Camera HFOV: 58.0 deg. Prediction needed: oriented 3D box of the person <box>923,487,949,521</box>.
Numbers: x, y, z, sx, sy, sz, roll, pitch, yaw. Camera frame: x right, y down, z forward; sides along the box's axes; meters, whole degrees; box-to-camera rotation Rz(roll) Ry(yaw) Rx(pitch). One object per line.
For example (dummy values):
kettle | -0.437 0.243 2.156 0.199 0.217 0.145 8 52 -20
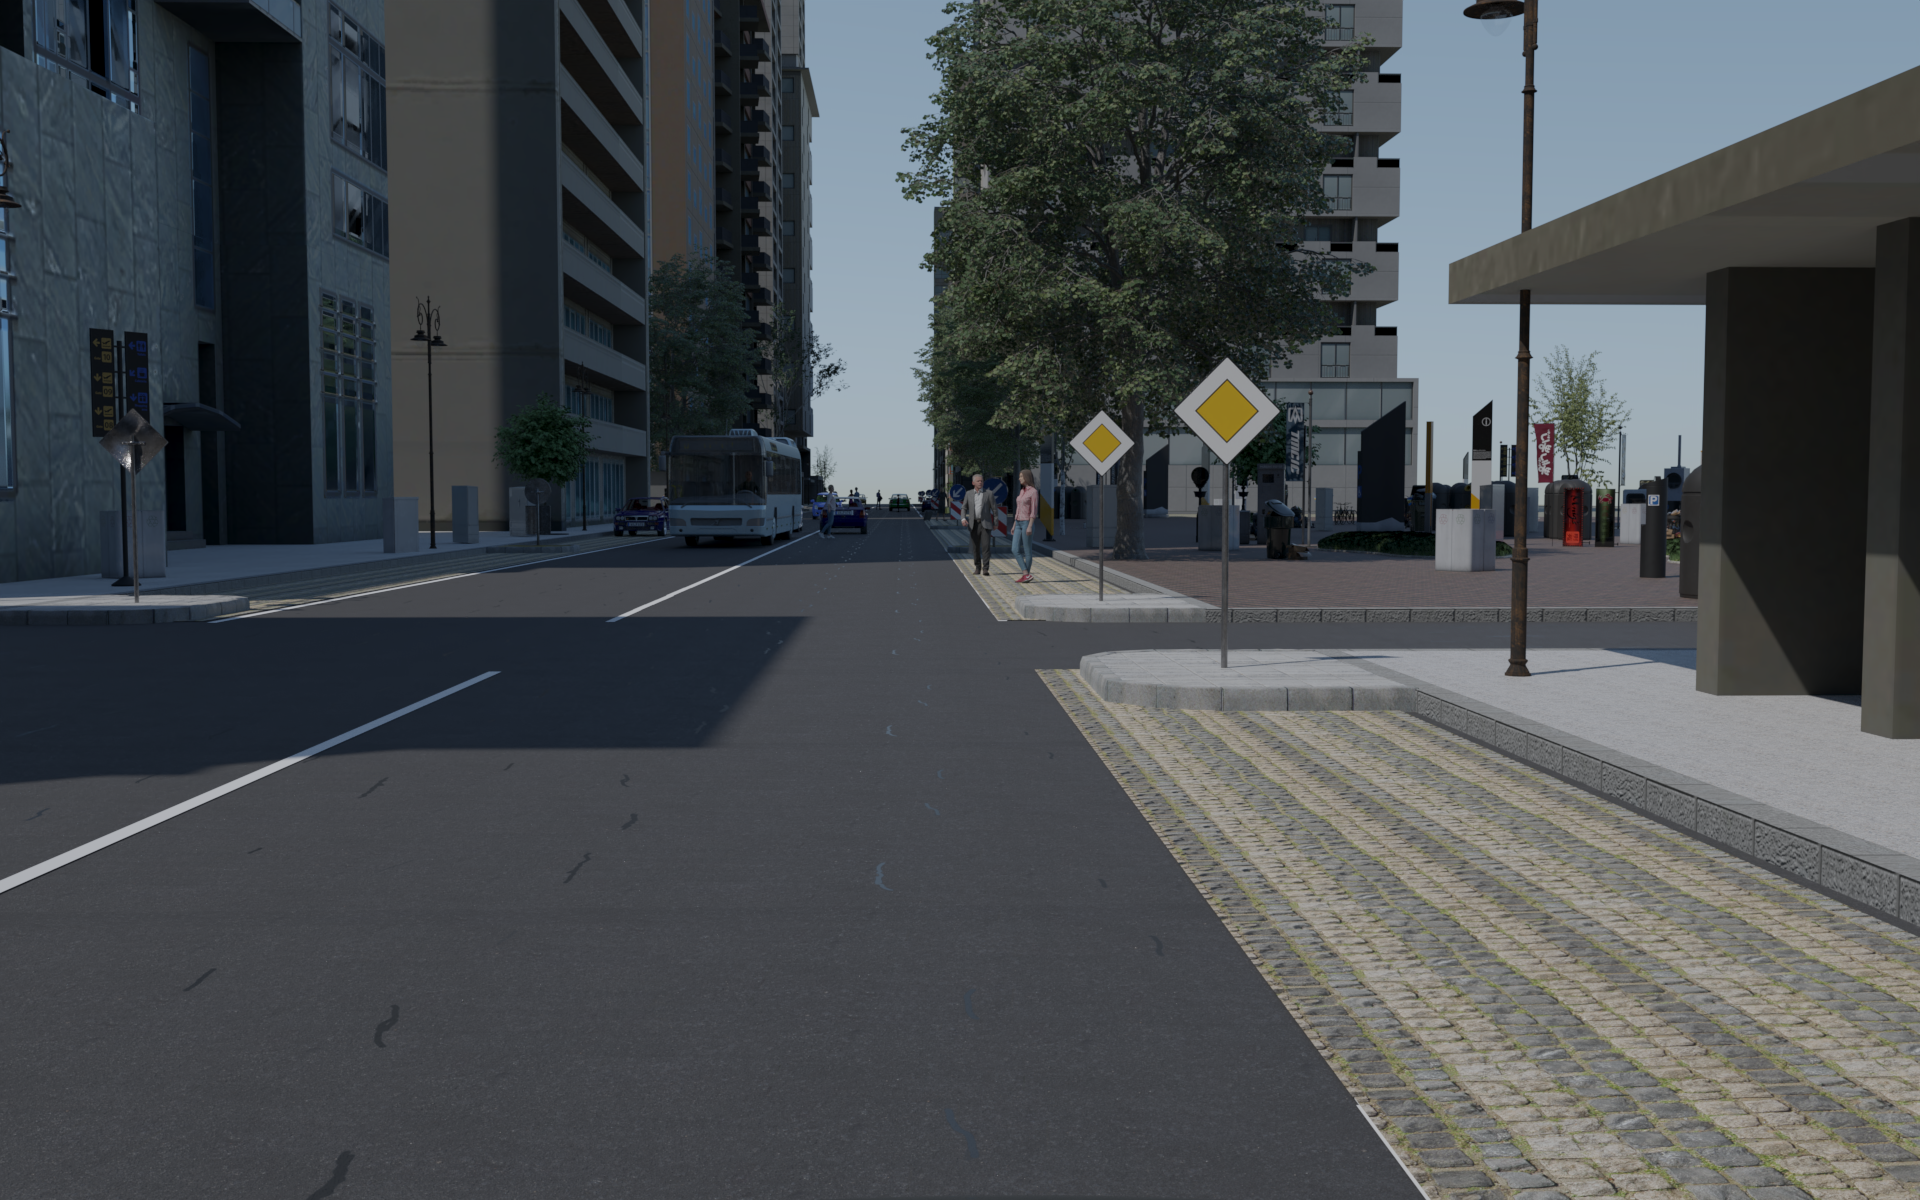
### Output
person | -1.220 -5.097 92.046 0.699 1.804 1.509 -3 5 -42

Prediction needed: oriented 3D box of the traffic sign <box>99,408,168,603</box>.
traffic sign | -9.700 -1.022 20.353 0.795 2.450 0.064 0 4 -2

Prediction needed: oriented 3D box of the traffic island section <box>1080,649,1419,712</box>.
traffic island section | 1.970 0.580 12.796 2.009 0.180 2.903 0 4 -2

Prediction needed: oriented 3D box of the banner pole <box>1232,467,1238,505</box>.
banner pole | 9.491 -4.225 59.102 0.401 3.779 0.863 -3 4 -37

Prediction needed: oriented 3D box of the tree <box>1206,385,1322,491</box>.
tree | 9.193 -4.218 52.676 4.285 4.588 4.351 0 3 0

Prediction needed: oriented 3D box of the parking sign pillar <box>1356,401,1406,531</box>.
parking sign pillar | 12.239 -3.784 50.342 1.447 3.967 1.447 0 4 -7

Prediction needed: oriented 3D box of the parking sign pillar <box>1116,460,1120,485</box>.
parking sign pillar | 7.910 -5.984 86.311 1.447 3.967 1.447 2 4 27

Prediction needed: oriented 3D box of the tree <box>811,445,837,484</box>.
tree | -20.207 -18.676 255.712 4.360 8.622 3.978 0 3 0

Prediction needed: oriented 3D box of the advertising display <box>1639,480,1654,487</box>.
advertising display | 31.075 -4.461 78.148 0.123 1.923 0.974 -2 4 -29

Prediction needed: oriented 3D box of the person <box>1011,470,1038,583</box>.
person | 1.018 -1.177 27.753 0.388 1.821 0.555 -3 5 -42

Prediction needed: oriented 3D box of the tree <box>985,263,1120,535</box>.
tree | 3.431 -6.341 54.038 4.360 8.622 3.978 0 3 0

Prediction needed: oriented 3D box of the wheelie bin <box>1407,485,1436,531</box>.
wheelie bin | 16.013 -3.185 59.982 0.980 1.594 0.693 0 4 -2

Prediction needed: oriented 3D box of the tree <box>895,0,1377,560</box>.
tree | 3.399 -7.787 33.976 9.857 13.997 8.962 0 3 0

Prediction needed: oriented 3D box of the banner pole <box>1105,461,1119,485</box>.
banner pole | 7.489 -5.730 83.704 0.401 3.779 0.863 -2 4 -29

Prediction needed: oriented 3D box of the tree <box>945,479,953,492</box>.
tree | -0.628 -11.410 181.158 1.663 3.219 1.824 0 3 0

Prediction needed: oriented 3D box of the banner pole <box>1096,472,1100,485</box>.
banner pole | 7.844 -6.449 95.452 0.863 3.779 0.401 -1 4 -22

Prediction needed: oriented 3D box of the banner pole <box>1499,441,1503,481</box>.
banner pole | 25.589 -5.619 81.894 0.401 3.779 0.863 2 4 28

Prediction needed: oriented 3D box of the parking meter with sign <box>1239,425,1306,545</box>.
parking meter with sign | 7.912 -2.925 44.092 1.738 3.016 0.543 1 4 12

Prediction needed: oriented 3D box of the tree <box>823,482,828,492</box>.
tree | -20.022 -15.706 251.399 1.663 3.219 1.824 0 3 0

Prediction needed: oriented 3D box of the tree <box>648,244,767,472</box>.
tree | -14.825 -11.177 89.403 9.857 13.997 8.962 0 3 0

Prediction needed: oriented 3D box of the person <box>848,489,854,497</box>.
person | -7.089 -6.281 111.877 0.721 1.739 1.217 3 5 40

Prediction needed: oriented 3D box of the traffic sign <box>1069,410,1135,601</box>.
traffic sign | 1.689 -1.043 20.699 0.795 2.450 0.064 0 4 -2

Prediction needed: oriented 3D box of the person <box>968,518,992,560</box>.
person | 0.417 -1.754 37.595 0.576 1.772 0.534 1 4 19

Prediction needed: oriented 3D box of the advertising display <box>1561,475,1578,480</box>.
advertising display | 20.264 -3.205 57.614 0.123 1.923 0.974 0 4 -7

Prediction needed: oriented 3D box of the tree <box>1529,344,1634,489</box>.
tree | 29.692 -8.189 84.245 4.737 8.622 4.395 0 3 0

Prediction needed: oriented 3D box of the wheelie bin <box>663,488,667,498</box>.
wheelie bin | -15.657 -5.255 93.826 0.980 1.594 0.693 0 4 -5

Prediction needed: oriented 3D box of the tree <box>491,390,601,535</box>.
tree | -13.000 -4.334 54.577 4.285 4.588 4.351 0 3 0

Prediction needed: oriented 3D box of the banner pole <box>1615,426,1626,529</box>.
banner pole | 24.404 -4.518 63.886 0.401 3.779 0.863 3 5 40

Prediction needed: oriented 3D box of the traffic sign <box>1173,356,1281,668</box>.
traffic sign | 1.947 -0.555 12.718 0.795 2.450 0.064 0 4 -2

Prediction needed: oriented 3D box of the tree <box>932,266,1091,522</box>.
tree | 2.661 -9.808 78.480 7.486 12.596 7.792 0 3 0

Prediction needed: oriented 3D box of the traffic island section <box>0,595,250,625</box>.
traffic island section | -9.723 0.114 20.414 2.009 0.180 2.903 0 4 -2

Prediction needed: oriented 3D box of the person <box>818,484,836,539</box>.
person | -4.265 -2.844 55.679 0.598 1.740 0.731 -1 4 -18

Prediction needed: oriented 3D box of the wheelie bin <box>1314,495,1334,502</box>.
wheelie bin | 18.960 -5.035 90.224 0.980 1.594 0.693 1 4 10

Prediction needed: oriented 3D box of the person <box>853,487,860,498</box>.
person | -5.675 -5.325 95.580 0.581 1.822 0.654 -3 5 -44

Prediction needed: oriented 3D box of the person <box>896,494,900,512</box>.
person | -4.901 -7.640 136.674 0.557 1.426 1.065 0 4 -7

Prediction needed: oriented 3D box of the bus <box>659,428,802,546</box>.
bus | -6.464 -3.436 51.041 2.948 3.499 13.247 0 4 -1

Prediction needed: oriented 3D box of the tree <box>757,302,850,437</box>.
tree | -16.846 -19.117 168.447 12.611 20.169 13.585 0 3 0

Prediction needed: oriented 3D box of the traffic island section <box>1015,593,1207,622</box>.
traffic island section | 1.712 0.092 20.777 2.009 0.180 2.903 0 4 -2

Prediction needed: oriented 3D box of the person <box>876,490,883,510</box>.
person | -7.291 -9.101 157.169 0.599 1.838 0.709 3 5 43

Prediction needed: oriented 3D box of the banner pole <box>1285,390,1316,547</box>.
banner pole | 8.209 -3.160 41.688 0.863 3.779 0.401 -1 4 -13

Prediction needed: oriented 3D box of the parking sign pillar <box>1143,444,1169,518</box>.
parking sign pillar | 10.521 -6.395 93.024 1.447 3.967 1.447 -1 4 -21

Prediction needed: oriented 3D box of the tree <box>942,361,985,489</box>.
tree | 1.201 -8.555 90.238 4.360 8.622 3.978 0 3 0

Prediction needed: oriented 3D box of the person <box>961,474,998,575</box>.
person | 0.345 -1.313 30.373 0.661 1.777 0.834 0 4 0
